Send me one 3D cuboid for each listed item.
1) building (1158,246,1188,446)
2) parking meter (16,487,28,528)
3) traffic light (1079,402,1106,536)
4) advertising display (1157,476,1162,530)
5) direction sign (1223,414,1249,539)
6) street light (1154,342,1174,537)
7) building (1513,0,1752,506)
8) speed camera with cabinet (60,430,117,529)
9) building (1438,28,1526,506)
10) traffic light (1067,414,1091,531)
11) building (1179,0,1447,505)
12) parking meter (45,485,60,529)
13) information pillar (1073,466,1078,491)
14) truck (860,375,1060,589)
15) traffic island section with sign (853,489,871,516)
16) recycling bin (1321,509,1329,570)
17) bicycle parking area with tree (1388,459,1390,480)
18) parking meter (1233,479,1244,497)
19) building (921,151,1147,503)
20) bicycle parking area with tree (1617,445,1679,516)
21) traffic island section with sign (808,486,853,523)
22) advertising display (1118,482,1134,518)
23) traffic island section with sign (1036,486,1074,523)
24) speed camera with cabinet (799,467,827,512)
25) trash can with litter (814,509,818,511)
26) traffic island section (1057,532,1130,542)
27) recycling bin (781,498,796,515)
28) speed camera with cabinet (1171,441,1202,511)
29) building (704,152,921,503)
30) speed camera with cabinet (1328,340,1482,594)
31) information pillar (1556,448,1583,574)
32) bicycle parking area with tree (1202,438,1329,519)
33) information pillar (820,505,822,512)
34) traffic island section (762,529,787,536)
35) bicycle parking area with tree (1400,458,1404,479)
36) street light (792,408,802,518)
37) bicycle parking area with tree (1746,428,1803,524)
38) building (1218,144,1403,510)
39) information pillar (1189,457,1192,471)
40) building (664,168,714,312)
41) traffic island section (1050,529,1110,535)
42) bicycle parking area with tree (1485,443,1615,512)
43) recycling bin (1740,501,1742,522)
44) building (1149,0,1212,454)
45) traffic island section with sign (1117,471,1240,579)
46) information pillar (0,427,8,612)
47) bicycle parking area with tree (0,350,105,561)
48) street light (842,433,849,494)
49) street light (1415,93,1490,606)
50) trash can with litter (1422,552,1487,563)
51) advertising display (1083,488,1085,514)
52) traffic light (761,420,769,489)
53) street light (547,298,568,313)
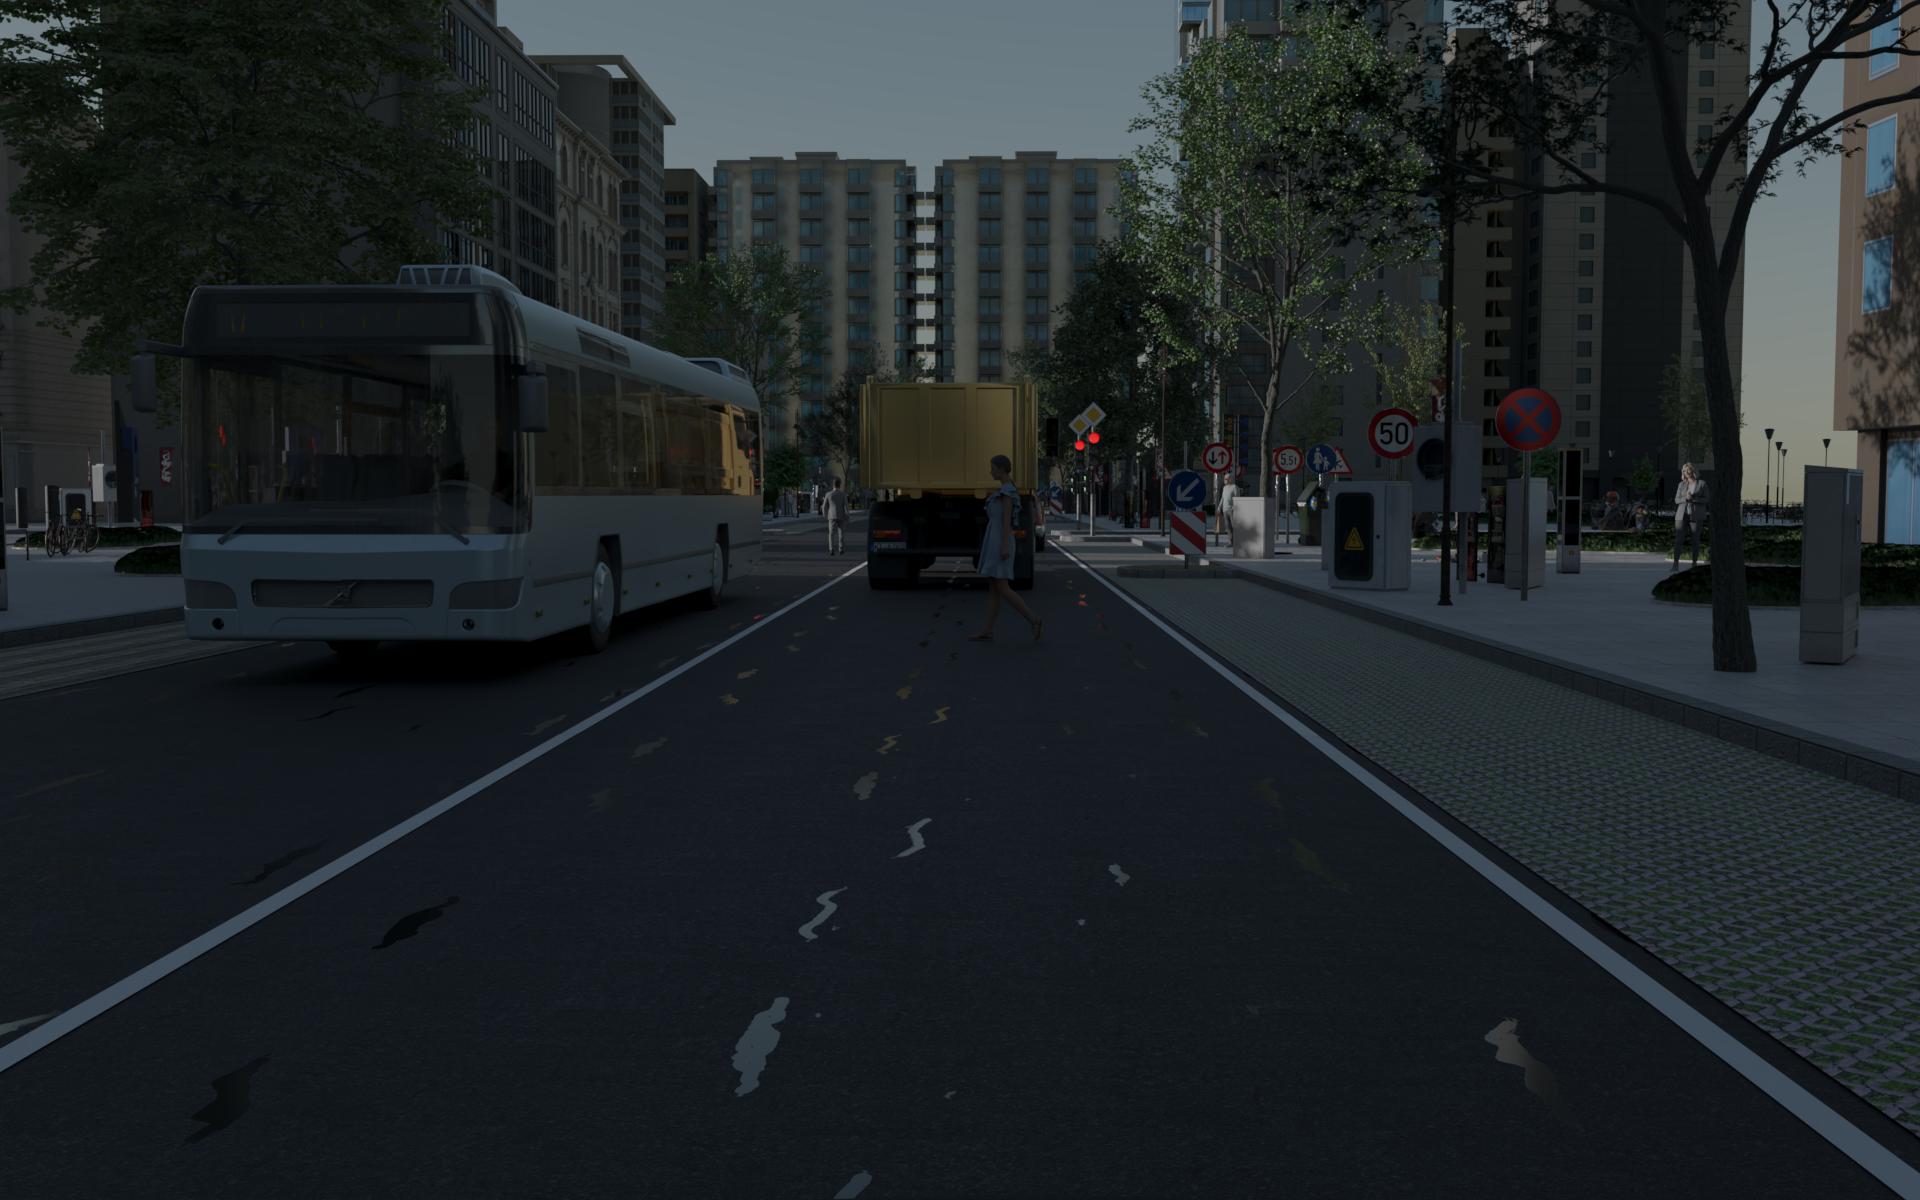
[{"bbox_3d":[28.668,-25.628,190.717,14.160,30.474,14.107,0,4,1],"label":"building"},{"bbox_3d":[-35.024,-3.440,64.657,0.372,1.533,0.369,0,3,0],"label":"parking meter"},{"bbox_3d":[4.054,-3.913,52.906,0.839,4.253,0.868,0,4,1],"label":"traffic light"},{"bbox_3d":[7.278,-3.511,62.620,0.123,1.923,0.974,1,4,15],"label":"advertising display"},{"bbox_3d":[7.811,-3.495,49.148,0.876,3.537,0.379,-2,4,-27],"label":"direction sign"},{"bbox_3d":[6.099,-4.836,51.864,0.468,5.910,1.993,0,4,1],"label":"street light"},{"bbox_3d":[69.547,-45.688,185.254,20.611,71.187,20.563,0,4,1],"label":"building"},{"bbox_3d":[-26.592,-3.573,52.759,0.660,3.252,2.038,2,4,31],"label":"speed camera with cabinet"},{"bbox_3d":[48.436,-34.376,185.744,21.600,48.544,21.300,0,4,1],"label":"building"},{"bbox_3d":[4.175,-4.402,60.890,0.839,4.253,0.868,0,4,1],"label":"traffic light"},{"bbox_3d":[33.157,-33.521,167.675,23.786,49.044,30.456,0,4,1],"label":"building"},{"bbox_3d":[-26.042,-2.527,49.734,0.372,1.533,0.369,0,3,0],"label":"parking meter"},{"bbox_3d":[7.601,-7.449,113.142,0.504,3.616,0.183,1,4,17],"label":"information pillar"},{"bbox_3d":[0.029,-2.070,29.771,3.469,3.379,9.791,0,4,2],"label":"truck"},{"bbox_3d":[-6.109,-6.405,113.346,1.989,1.847,2.006,0,4,1],"label":"traffic island section with sign"},{"bbox_3d":[6.548,-1.009,29.051,0.722,1.027,0.722,-1,4,-19],"label":"recycling bin"},{"bbox_3d":[24.768,-8.309,122.848,9.016,4.147,8.231,2,4,29],"label":"bicycle parking area with tree"},{"bbox_3d":[10.111,-3.508,63.066,0.255,1.863,0.399,-2,4,-32],"label":"parking meter"},{"bbox_3d":[10.536,-38.223,244.555,30.456,49.044,23.786,0,4,1],"label":"building"},{"bbox_3d":[43.425,-7.054,102.327,8.231,4.147,9.016,0,4,-6],"label":"bicycle parking area with tree"},{"bbox_3d":[-6.522,-4.756,86.394,1.989,1.847,2.006,0,4,1],"label":"traffic island section with sign"},{"bbox_3d":[8.720,-5.256,91.154,0.974,1.923,0.123,-2,4,-31],"label":"advertising display"},{"bbox_3d":[4.593,-4.708,85.606,1.989,1.847,2.006,0,4,1],"label":"traffic island section with sign"},{"bbox_3d":[-10.715,-8.038,125.759,2.038,3.252,0.660,-2,4,-24],"label":"speed camera with cabinet"},{"bbox_3d":[-11.631,-7.478,133.322,2.233,1.210,1.678,-2,4,-29],"label":"trash can with litter"},{"bbox_3d":[4.093,-1.880,53.019,2.009,0.180,2.903,0,4,1],"label":"traffic island section"},{"bbox_3d":[-10.674,-5.825,107.788,0.722,1.027,0.722,2,4,24],"label":"recycling bin"},{"bbox_3d":[8.550,-4.344,65.365,0.660,3.252,2.038,2,4,27],"label":"speed camera with cabinet"},{"bbox_3d":[-20.070,-38.249,244.984,30.456,49.044,23.786,0,4,1],"label":"building"},{"bbox_3d":[5.818,-1.738,22.758,0.660,3.252,2.038,-3,4,-38],"label":"speed camera with cabinet"},{"bbox_3d":[9.829,-1.434,27.932,0.304,2.012,0.304,0,4,2],"label":"information pillar"},{"bbox_3d":[17.005,-6.362,91.021,9.016,4.147,8.231,0,4,5],"label":"bicycle parking area with tree"},{"bbox_3d":[-10.190,-7.484,126.847,0.304,2.012,0.304,1,4,9],"label":"information pillar"},{"bbox_3d":[-7.225,-2.379,61.182,2.009,0.180,2.903,0,4,1],"label":"traffic island section"},{"bbox_3d":[32.885,-8.836,131.470,9.016,4.147,8.231,1,4,18],"label":"bicycle parking area with tree"},{"bbox_3d":[-8.760,-7.380,93.453,0.468,5.910,1.993,0,4,1],"label":"street light"},{"bbox_3d":[37.334,-5.331,74.156,9.016,4.147,8.231,-3,5,-40],"label":"bicycle parking area with tree"},{"bbox_3d":[28.689,-22.897,146.067,14.160,30.474,14.107,0,4,1],"label":"building"},{"bbox_3d":[10.747,-5.470,80.785,0.183,3.616,0.504,1,4,10],"label":"information pillar"},{"bbox_3d":[-46.101,-37.997,244.951,21.600,48.544,21.300,0,4,1],"label":"building"},{"bbox_3d":[4.215,-2.368,61.004,2.009,0.180,2.903,0,4,1],"label":"traffic island section"},{"bbox_3d":[32.215,-6.849,98.989,8.231,4.147,9.016,2,4,31],"label":"bicycle parking area with tree"},{"bbox_3d":[27.575,-3.028,62.059,0.722,1.027,0.722,2,4,34],"label":"recycling bin"},{"bbox_3d":[41.834,-56.835,241.918,31.000,86.520,22.319,0,4,1],"label":"building"},{"bbox_3d":[3.760,-1.314,30.113,1.989,1.847,2.006,0,4,1],"label":"traffic island section with sign"},{"bbox_3d":[-10.621,-0.878,18.849,0.304,2.012,0.304,0,4,6],"label":"information pillar"},{"bbox_3d":[-21.630,-2.865,33.847,8.231,4.147,9.016,0,4,0],"label":"bicycle parking area with tree"},{"bbox_3d":[-8.231,-9.316,125.105,0.468,5.910,1.993,0,4,1],"label":"street light"},{"bbox_3d":[5.591,-2.875,19.789,0.468,5.910,1.993,0,4,1],"label":"street light"},{"bbox_3d":[9.636,-1.338,32.942,1.678,1.210,2.233,0,4,8],"label":"trash can with litter"},{"bbox_3d":[7.930,-6.163,105.971,0.123,1.923,0.974,-3,5,-41],"label":"advertising display"},{"bbox_3d":[-7.185,-4.411,61.047,0.839,4.253,0.868,0,4,1],"label":"traffic light"},{"bbox_3d":[-9.493,-4.176,41.064,0.468,5.910,1.993,0,4,1],"label":"street light"}]
